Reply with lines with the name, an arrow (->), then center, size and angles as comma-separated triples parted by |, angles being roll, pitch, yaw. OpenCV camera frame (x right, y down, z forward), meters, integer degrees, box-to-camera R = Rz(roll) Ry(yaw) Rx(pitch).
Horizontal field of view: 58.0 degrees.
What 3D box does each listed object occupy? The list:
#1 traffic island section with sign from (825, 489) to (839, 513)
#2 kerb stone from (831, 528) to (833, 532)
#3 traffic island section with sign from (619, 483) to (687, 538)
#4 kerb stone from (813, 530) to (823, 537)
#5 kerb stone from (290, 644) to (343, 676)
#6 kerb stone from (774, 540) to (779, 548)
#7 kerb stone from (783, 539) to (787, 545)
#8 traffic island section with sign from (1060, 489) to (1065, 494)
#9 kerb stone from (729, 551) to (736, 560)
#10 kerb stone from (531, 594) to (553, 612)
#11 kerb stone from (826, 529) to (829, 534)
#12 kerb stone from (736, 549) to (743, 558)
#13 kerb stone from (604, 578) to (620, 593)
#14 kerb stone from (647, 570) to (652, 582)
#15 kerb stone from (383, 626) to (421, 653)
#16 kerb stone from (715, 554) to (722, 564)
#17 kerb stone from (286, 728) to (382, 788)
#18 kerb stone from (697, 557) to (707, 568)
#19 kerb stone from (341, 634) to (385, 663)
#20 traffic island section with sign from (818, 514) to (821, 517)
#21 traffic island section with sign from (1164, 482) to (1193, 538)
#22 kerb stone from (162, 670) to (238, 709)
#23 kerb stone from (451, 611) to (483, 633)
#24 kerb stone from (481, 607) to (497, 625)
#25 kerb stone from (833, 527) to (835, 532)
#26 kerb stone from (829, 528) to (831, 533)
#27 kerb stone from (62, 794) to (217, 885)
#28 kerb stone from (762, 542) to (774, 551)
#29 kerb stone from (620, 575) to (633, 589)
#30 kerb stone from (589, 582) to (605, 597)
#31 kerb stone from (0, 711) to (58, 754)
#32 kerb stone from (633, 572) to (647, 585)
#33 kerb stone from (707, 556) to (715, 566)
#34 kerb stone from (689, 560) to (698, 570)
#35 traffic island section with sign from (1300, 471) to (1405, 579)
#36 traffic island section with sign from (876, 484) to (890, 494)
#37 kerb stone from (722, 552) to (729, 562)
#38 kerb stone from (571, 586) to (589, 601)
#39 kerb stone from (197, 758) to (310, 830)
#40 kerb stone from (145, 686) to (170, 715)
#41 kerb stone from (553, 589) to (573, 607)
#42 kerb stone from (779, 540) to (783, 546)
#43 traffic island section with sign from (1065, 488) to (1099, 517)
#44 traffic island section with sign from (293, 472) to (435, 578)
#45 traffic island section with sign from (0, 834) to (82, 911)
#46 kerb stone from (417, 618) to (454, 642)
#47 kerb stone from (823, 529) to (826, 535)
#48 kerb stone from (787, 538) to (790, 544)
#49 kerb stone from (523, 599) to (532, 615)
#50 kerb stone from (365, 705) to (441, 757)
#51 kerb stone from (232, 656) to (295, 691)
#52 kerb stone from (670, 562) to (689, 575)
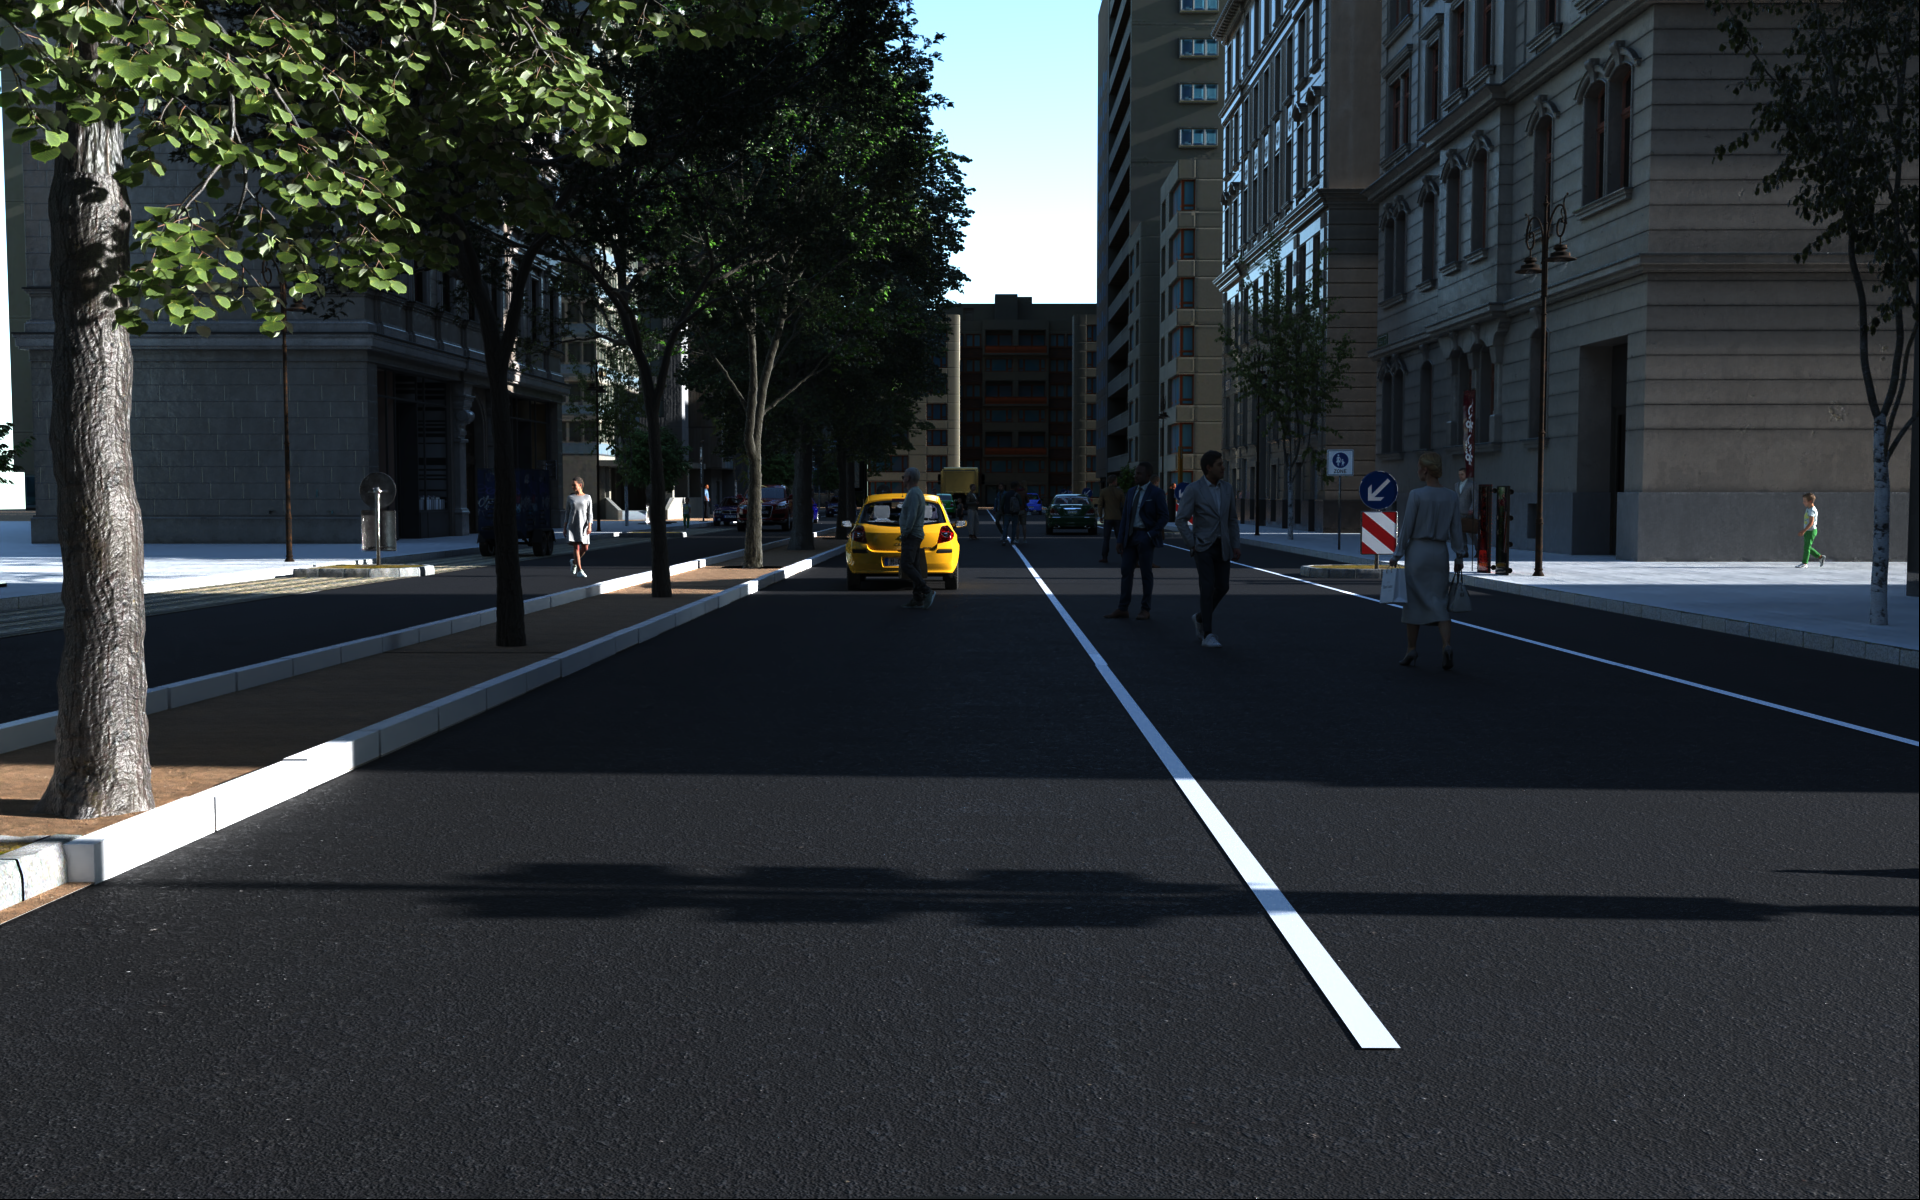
traffic island section with sign -> -9.442, -7.703, 134.571 | 1.989, 1.847, 2.006 | 0, 4, 1
kerb stone -> -4.815, -2.511, 63.267 | 0.120, 0.150, 1.000 | 0, 4, 1
traffic island section with sign -> -10.141, -2.986, 57.456 | 1.989, 1.847, 2.006 | 0, 4, 1
kerb stone -> -4.862, -2.260, 59.165 | 0.120, 0.150, 1.000 | 0, 4, 1
kerb stone -> -5.263, 0.499, 14.033 | 0.120, 0.150, 1.000 | 0, 4, 1
kerb stone -> -4.987, -1.445, 45.826 | 0.120, 0.150, 1.000 | 0, 4, 1
kerb stone -> -4.956, -1.570, 47.873 | 0.120, 0.150, 1.000 | 0, 4, 1
traffic island section with sign -> 7.977, -7.750, 135.342 | 1.989, 1.847, 2.006 | 0, 4, 1
kerb stone -> -5.046, -0.944, 37.638 | 0.120, 0.150, 1.000 | 0, 4, 1
kerb stone -> -5.199, 0.061, 21.202 | 0.120, 0.150, 1.000 | 0, 4, 1
kerb stone -> -4.832, -2.387, 61.217 | 0.120, 0.150, 1.000 | 0, 4, 1
kerb stone -> -5.037, -1.002, 38.660 | 0.120, 0.150, 1.000 | 0, 4, 1
kerb stone -> -5.166, -0.190, 25.300 | 0.120, 0.150, 1.000 | 0, 4, 1
kerb stone -> -5.134, -0.375, 28.372 | 0.120, 0.150, 1.000 | 0, 4, 1
kerb stone -> -5.246, 0.378, 16.078 | 0.120, 0.150, 1.000 | 0, 4, 1
kerb stone -> -5.067, -0.817, 35.583 | 0.120, 0.150, 1.000 | 0, 4, 1
kerb stone -> -3.217, 0.814, 8.897 | 0.120, 0.150, 1.000 | 0, 4, 1
kerb stone -> -5.090, -0.693, 33.523 | 0.120, 0.150, 1.000 | 0, 4, 1
kerb stone -> -5.253, 0.437, 15.056 | 0.120, 0.150, 1.000 | 0, 4, 1
traffic island section with sign -> -9.683, -6.054, 107.617 | 1.989, 1.847, 2.006 | 0, 4, 1
traffic island section with sign -> 7.298, -3.011, 57.866 | 1.989, 1.847, 2.006 | 0, 4, 1
kerb stone -> -5.285, 0.626, 11.979 | 0.120, 0.150, 1.000 | 0, 4, 1
kerb stone -> -5.225, 0.249, 18.128 | 0.120, 0.150, 1.000 | 0, 4, 1
kerb stone -> -5.219, 0.188, 19.155 | 0.120, 0.150, 1.000 | 0, 4, 1
kerb stone -> -4.821, -2.574, 64.291 | 0.120, 0.150, 1.000 | 0, 4, 1
kerb stone -> -4.827, -2.449, 62.239 | 0.120, 0.150, 1.000 | 0, 4, 1
kerb stone -> -3.227, 0.939, 6.844 | 0.120, 0.150, 1.000 | 0, 4, 1
kerb stone -> -4.985, -1.376, 44.795 | 0.120, 0.150, 1.000 | 0, 4, 1
kerb stone -> -5.161, -0.252, 26.322 | 0.120, 0.150, 1.000 | 0, 4, 1
kerb stone -> -5.173, -0.122, 24.278 | 0.120, 0.150, 1.000 | 0, 4, 1
kerb stone -> -5.307, 0.755, 9.921 | 0.120, 0.150, 1.000 | 0, 4, 1
kerb stone -> -5.144, -0.315, 27.349 | 0.120, 0.150, 1.000 | 0, 4, 1
kerb stone -> -5.080, -0.756, 34.553 | 0.120, 0.150, 1.000 | 0, 4, 1
kerb stone -> -5.100, -0.628, 32.487 | 0.120, 0.150, 1.000 | 0, 4, 1
traffic island section with sign -> 7.033, -1.325, 30.298 | 1.989, 1.847, 2.006 | 0, 4, 1
traffic island section with sign -> -3.607, -4.432, 80.597 | 2.006, 1.907, 1.989 | 0, 4, 1
kerb stone -> -5.058, -0.877, 36.605 | 0.120, 0.150, 1.000 | 0, 4, 1
kerb stone -> -5.185, -0.065, 23.256 | 0.120, 0.150, 1.000 | 0, 4, 1
kerb stone -> -3.219, 0.882, 7.867 | 0.120, 0.150, 1.000 | 0, 4, 1
kerb stone -> -5.300, 0.688, 10.943 | 0.120, 0.150, 1.000 | 0, 4, 1
kerb stone -> -5.182, -0.002, 22.228 | 0.120, 0.150, 1.000 | 0, 4, 1
kerb stone -> -4.968, -1.508, 46.850 | 0.120, 0.150, 1.000 | 0, 4, 1
traffic island section with sign -> 7.737, -6.044, 107.451 | 1.989, 1.847, 2.006 | 0, 4, 1
traffic island section with sign -> -10.385, -1.336, 30.465 | 1.989, 1.847, 2.006 | 0, 4, 1
traffic island section with sign -> -4.277, 0.164, 5.461 | 2.006, 1.907, 1.989 | 0, 4, 1
kerb stone -> -5.236, 0.312, 17.102 | 0.120, 0.150, 1.000 | 0, 4, 1
kerb stone -> -4.842, -2.320, 60.194 | 0.120, 0.150, 1.000 | 0, 4, 1
kerb stone -> -4.949, -1.633, 48.895 | 0.120, 0.150, 1.000 | 0, 4, 1
kerb stone -> -5.202, 0.123, 20.179 | 0.120, 0.150, 1.000 | 0, 4, 1
kerb stone -> -3.206, 0.751, 9.923 | 0.120, 0.150, 1.000 | 0, 4, 1
kerb stone -> -5.270, 0.564, 13.007 | 0.120, 0.150, 1.000 | 0, 4, 1
kerb stone -> -5.108, -0.567, 31.464 | 0.120, 0.150, 1.000 | 0, 4, 1
